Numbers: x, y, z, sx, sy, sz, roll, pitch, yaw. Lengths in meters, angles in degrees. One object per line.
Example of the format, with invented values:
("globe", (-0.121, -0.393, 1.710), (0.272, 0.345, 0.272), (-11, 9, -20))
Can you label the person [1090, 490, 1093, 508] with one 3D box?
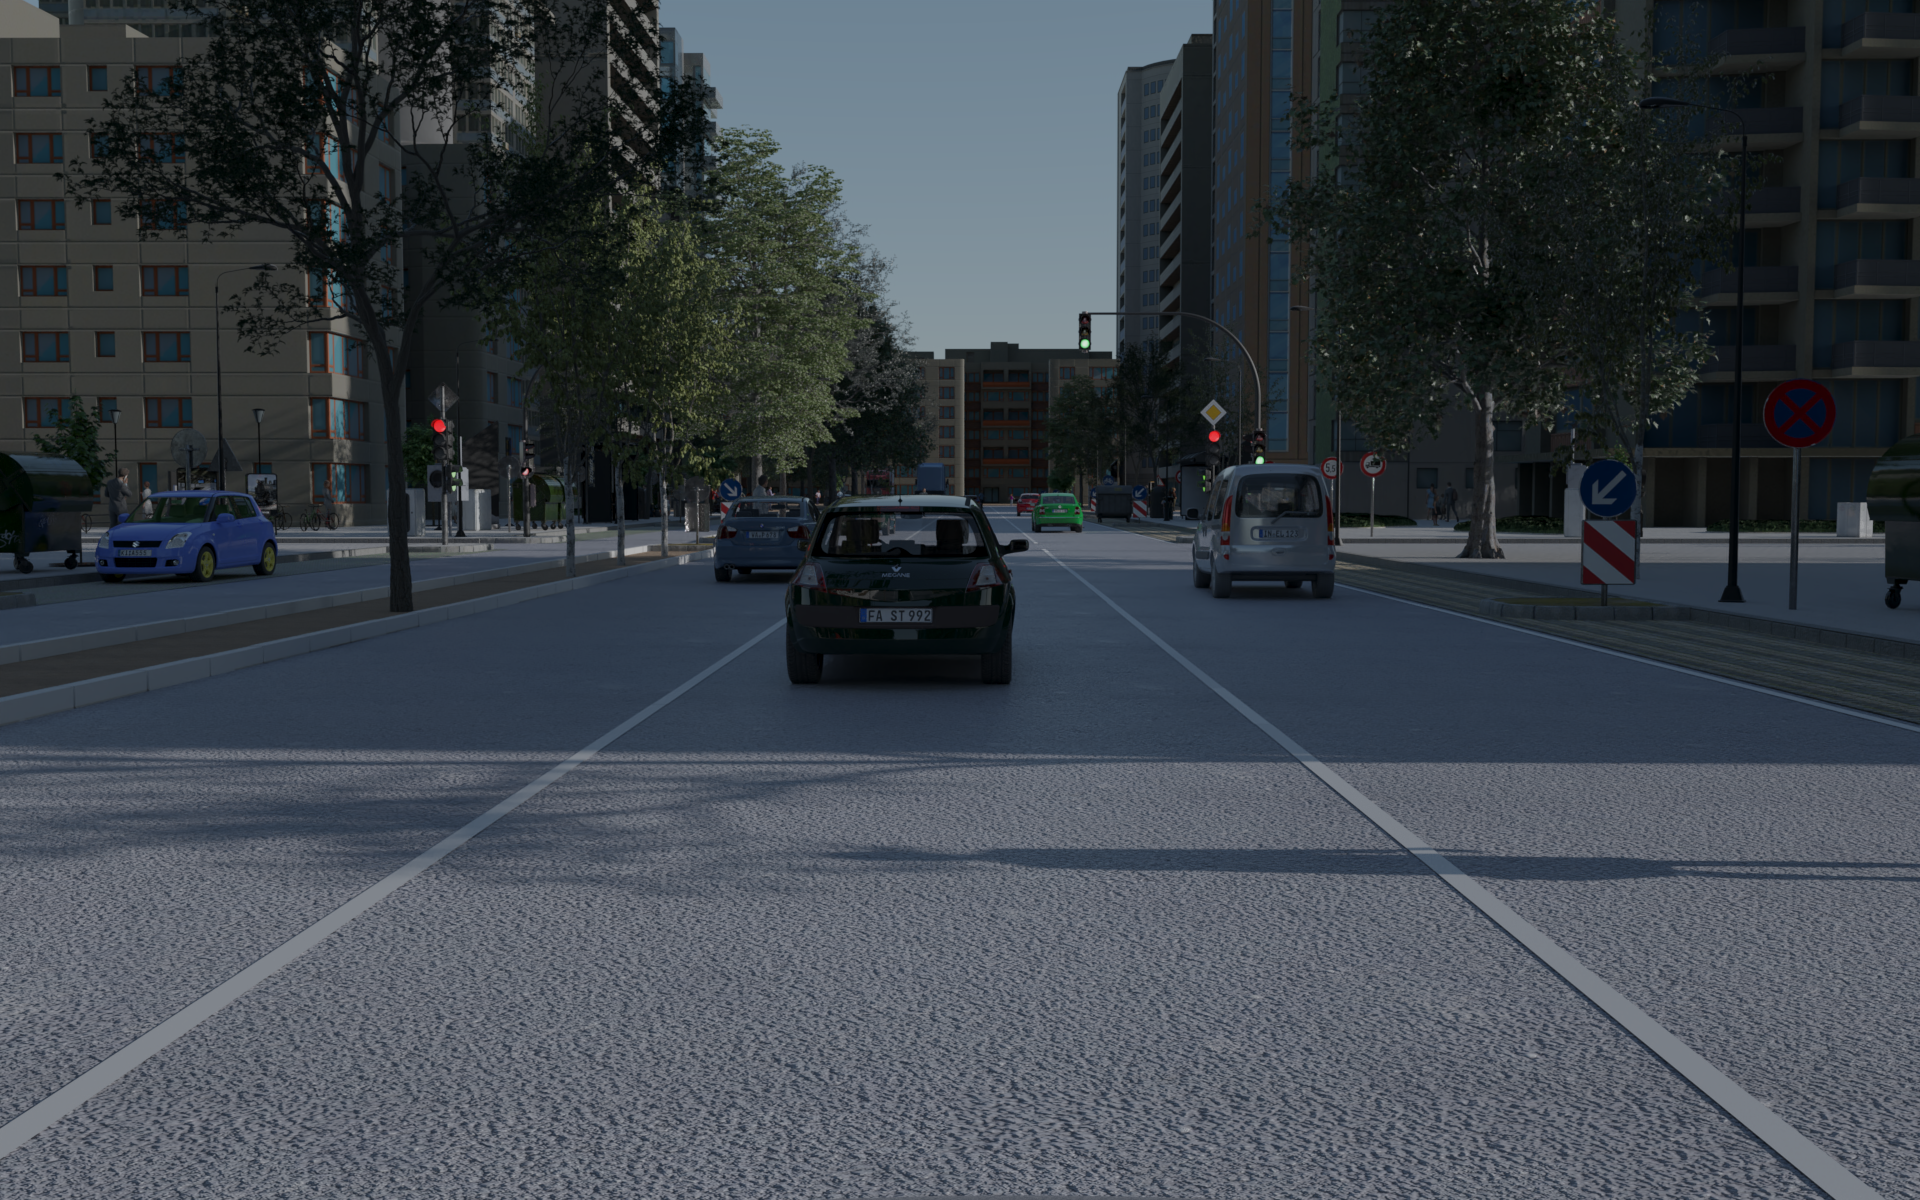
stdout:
("person", (11.988, -9.217, 157.548), (0.445, 1.727, 0.742), (-1, 4, -23))

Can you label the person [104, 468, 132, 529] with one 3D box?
("person", (-18.178, -1.933, 37.455), (0.655, 1.846, 0.447), (1, 4, 19))

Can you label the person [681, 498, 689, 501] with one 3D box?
("person", (-18.753, -6.789, 117.396), (0.623, 1.781, 0.721), (-2, 4, -28))

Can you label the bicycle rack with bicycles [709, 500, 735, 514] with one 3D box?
("bicycle rack with bicycles", (-15.174, -6.141, 113.781), (2.925, 0.926, 2.852), (-1, 4, -10))

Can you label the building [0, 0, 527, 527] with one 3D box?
("building", (-37.693, -14.394, 80.386), (27.650, 21.520, 28.899), (0, 4, 0))

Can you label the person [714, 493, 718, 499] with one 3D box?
("person", (-24.374, -9.995, 172.677), (0.599, 1.433, 0.991), (-2, 4, -28))

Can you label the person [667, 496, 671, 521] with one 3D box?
("person", (-14.197, -4.455, 83.895), (0.382, 1.210, 0.505), (0, 4, -2))

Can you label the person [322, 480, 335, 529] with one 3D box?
("person", (-23.127, -3.504, 63.606), (0.520, 1.790, 0.573), (3, 5, 39))

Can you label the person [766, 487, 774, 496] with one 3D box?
("person", (-14.458, -7.744, 132.519), (0.599, 1.838, 0.709), (-3, 5, -42))

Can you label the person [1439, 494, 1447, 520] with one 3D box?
("person", (23.809, -4.599, 85.501), (0.475, 1.303, 0.640), (-2, 4, -25))

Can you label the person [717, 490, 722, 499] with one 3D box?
("person", (-24.423, -10.314, 175.621), (0.756, 1.711, 0.436), (0, 4, 6))

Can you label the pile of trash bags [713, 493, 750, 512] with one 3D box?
("pile of trash bags", (-15.665, -6.774, 120.511), (3.447, 1.369, 1.912), (2, 4, 32))

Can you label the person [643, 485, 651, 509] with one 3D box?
("person", (-18.057, -5.731, 99.714), (0.822, 1.834, 0.622), (-2, 4, -24))

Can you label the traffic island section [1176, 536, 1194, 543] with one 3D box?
("traffic island section", (7.513, -1.784, 51.457), (2.009, 0.180, 2.903), (0, 4, 0))

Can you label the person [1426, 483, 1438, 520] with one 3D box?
("person", (22.993, -4.781, 84.313), (0.616, 1.811, 0.778), (2, 4, 33))

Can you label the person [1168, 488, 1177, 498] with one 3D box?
("person", (19.046, -9.248, 157.262), (1.348, 1.821, 0.705), (2, 4, 23))

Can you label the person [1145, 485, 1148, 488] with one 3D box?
("person", (11.557, -6.216, 107.679), (0.555, 1.821, 0.388), (2, 4, 34))

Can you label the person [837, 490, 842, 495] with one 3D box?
("person", (-14.110, -12.036, 202.812), (1.348, 1.826, 0.705), (-3, 5, -42))

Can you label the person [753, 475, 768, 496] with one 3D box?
("person", (-4.356, -1.758, 37.089), (0.795, 1.843, 0.661), (-1, 4, -12))

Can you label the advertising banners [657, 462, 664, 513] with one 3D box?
("advertising banners", (-16.758, -6.162, 96.944), (0.090, 3.025, 2.074), (-1, 4, -19))

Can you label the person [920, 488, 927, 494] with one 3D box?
("person", (-2.334, -6.212, 110.163), (0.635, 1.810, 0.391), (-2, 4, -24))

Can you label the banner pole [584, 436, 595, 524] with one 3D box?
("banner pole", (-15.719, -5.105, 73.487), (0.401, 3.779, 0.863), (1, 4, 21))

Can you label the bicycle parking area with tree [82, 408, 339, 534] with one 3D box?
("bicycle parking area with tree", (-26.155, -4.366, 58.389), (8.231, 4.147, 9.016), (1, 4, 21))

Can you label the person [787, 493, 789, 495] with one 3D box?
("person", (-18.625, -10.761, 185.168), (0.799, 1.438, 0.628), (-1, 4, -19))

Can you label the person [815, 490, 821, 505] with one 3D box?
("person", (-16.578, -11.965, 202.615), (0.756, 1.711, 0.436), (-2, 4, -32))

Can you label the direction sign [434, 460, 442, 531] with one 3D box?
("direction sign", (-18.367, -4.219, 60.981), (0.379, 3.537, 0.876), (-2, 4, -27))

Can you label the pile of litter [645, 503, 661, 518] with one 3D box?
("pile of litter", (-17.034, -4.957, 95.018), (1.719, 0.858, 1.176), (0, 4, 4))

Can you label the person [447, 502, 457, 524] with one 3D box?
("person", (-21.624, -4.106, 73.536), (0.624, 1.780, 0.694), (1, 4, 16))

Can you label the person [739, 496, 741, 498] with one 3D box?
("person", (-24.998, -11.591, 196.481), (0.530, 1.710, 0.541), (-2, 4, -23))

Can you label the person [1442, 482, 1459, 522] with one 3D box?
("person", (22.379, -4.464, 78.995), (0.622, 1.834, 0.822), (-1, 4, -16))

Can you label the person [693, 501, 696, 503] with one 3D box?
("person", (-19.272, -7.299, 126.134), (0.466, 1.731, 0.760), (-2, 4, -27))

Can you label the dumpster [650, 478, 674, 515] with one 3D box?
("dumpster", (-17.790, -6.108, 102.351), (1.502, 2.255, 1.985), (0, 4, 0))

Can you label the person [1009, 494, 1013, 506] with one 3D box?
("person", (6.246, -12.065, 208.985), (0.991, 1.433, 0.599), (3, 5, 41))

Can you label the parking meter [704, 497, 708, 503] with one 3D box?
("parking meter", (-16.180, -6.404, 110.418), (0.255, 1.863, 0.399), (-1, 4, -11))

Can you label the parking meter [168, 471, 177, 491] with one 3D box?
("parking meter", (-19.846, -2.338, 43.945), (0.399, 1.863, 0.255), (-3, 4, -36))

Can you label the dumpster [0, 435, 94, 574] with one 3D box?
("dumpster", (-15.489, -1.592, 28.521), (1.502, 2.255, 1.985), (0, 4, 1))

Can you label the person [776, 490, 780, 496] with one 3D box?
("person", (-20.363, -11.530, 195.347), (1.217, 1.735, 0.721), (3, 4, 36))

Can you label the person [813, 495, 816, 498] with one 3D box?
("person", (-15.782, -10.705, 184.295), (0.991, 1.433, 0.599), (0, 4, 7))

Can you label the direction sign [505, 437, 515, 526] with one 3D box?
("direction sign", (-18.028, -4.724, 69.228), (0.379, 3.537, 0.876), (0, 4, -2))

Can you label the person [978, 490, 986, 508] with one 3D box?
("person", (2.181, -10.060, 172.969), (0.705, 1.826, 1.348), (2, 4, 35))

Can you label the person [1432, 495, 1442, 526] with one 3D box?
("person", (19.259, -3.620, 69.899), (0.362, 1.253, 0.373), (-3, 4, -38))

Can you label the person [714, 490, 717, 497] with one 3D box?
("person", (-28.713, -12.095, 203.786), (0.705, 1.826, 1.348), (0, 4, 4))

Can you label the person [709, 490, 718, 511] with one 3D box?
("person", (-18.561, -7.548, 129.396), (1.348, 1.831, 0.705), (1, 4, 23))

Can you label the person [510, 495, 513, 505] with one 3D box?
("person", (-20.903, -4.598, 81.642), (0.576, 1.772, 0.534), (-3, 4, -36))

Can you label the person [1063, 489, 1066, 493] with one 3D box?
("person", (10.876, -10.585, 179.123), (0.705, 1.822, 1.348), (-1, 4, -17))

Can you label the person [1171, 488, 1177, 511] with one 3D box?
("person", (15.937, -7.450, 128.370), (0.721, 1.766, 1.217), (0, 4, 2))

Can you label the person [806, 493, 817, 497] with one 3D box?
("person", (-16.673, -11.505, 194.166), (1.348, 1.821, 0.705), (-1, 4, -10))

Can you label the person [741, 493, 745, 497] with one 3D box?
("person", (-25.274, -11.775, 199.353), (1.217, 1.735, 0.721), (1, 4, 20))

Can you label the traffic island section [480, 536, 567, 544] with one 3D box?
("traffic island section", (-12.928, -1.795, 51.632), (2.009, 0.180, 2.903), (0, 4, 0))

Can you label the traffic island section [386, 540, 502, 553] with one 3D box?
("traffic island section", (-12.995, -1.307, 43.647), (2.009, 0.180, 2.903), (0, 4, 0))

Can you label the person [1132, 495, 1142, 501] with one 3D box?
("person", (12.050, -6.811, 118.071), (0.731, 1.740, 0.598), (1, 4, 14))

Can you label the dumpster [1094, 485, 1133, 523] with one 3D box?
("dumpster", (7.653, -4.766, 86.132), (1.865, 1.857, 1.264), (0, 4, -1))

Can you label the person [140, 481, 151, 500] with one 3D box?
("person", (-30.478, -3.557, 64.771), (0.524, 1.755, 0.480), (0, 4, 0))

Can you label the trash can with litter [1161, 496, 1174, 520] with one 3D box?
("trash can with litter", (10.421, -4.615, 86.837), (0.624, 1.170, 1.055), (1, 4, 10))

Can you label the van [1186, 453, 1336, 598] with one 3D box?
("van", (4.358, -1.113, 25.203), (2.013, 2.044, 4.112), (0, 4, 2))
